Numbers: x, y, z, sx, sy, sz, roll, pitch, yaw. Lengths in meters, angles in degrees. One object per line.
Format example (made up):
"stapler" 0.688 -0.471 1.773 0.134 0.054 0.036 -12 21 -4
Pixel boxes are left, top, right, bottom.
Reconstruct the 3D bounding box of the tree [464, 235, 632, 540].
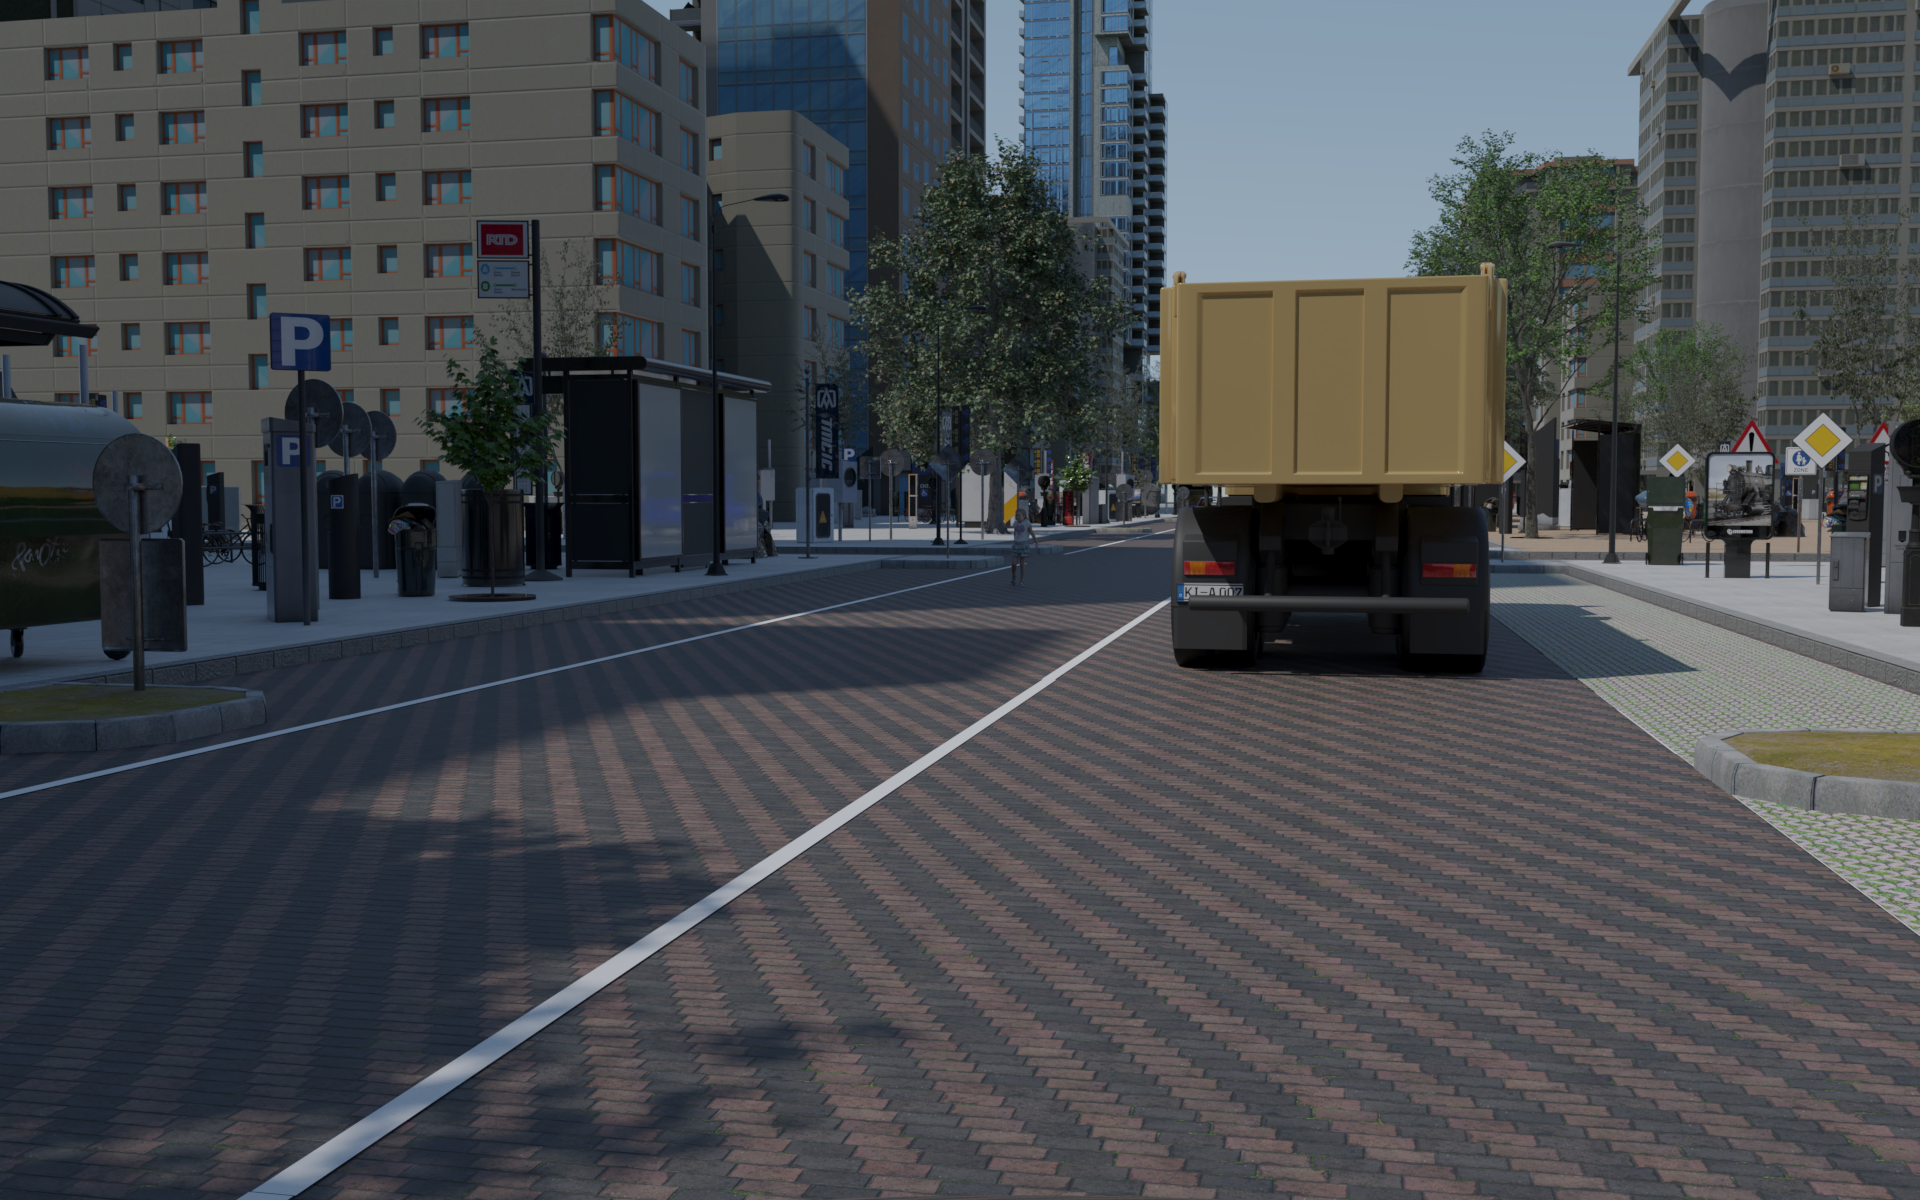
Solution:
"tree" -11.354 -6.011 48.647 4.360 8.622 3.978 0 3 0

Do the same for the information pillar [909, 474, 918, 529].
"information pillar" -1.724 -3.629 63.818 0.304 2.012 0.304 0 4 5

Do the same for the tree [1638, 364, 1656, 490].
"tree" 37.630 -8.502 89.371 4.360 8.622 3.978 0 3 0

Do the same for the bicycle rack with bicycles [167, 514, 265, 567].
"bicycle rack with bicycles" -13.514 -1.075 30.957 2.852 0.926 2.925 2 4 35

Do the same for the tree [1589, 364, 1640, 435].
"tree" 37.403 -8.965 96.933 4.360 8.622 3.978 0 3 0

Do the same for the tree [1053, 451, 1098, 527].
"tree" 4.574 -4.461 67.531 1.663 3.219 1.824 0 3 0

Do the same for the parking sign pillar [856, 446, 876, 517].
"parking sign pillar" -5.422 -6.634 96.943 1.447 3.967 1.447 1 4 12

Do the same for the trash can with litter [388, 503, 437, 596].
"trash can with litter" -6.972 -0.645 21.925 0.624 1.170 1.055 -2 4 -25

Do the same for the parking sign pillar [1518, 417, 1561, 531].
"parking sign pillar" 20.597 -4.465 61.481 1.447 3.967 1.447 -3 5 -39

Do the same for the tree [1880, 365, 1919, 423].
"tree" 53.138 -8.910 96.043 4.737 8.622 4.395 0 3 0

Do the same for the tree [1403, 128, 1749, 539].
"tree" 16.361 -7.579 49.677 9.928 11.665 9.643 0 3 0

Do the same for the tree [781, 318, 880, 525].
"tree" -5.088 -7.419 71.661 4.360 8.622 3.978 0 3 0

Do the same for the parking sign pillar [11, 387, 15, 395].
"parking sign pillar" -20.683 -3.000 37.521 1.447 3.967 1.447 3 5 43

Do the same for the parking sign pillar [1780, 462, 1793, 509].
"parking sign pillar" 50.671 -7.200 106.186 1.447 3.967 1.447 1 4 12

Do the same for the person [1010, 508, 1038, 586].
"person" 1.005 -0.827 27.029 0.505 1.210 0.382 1 4 23

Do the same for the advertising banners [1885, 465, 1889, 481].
"advertising banners" 36.910 -4.538 70.377 0.090 3.025 2.074 -3 5 -40

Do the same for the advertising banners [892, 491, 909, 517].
"advertising banners" -2.987 -6.292 99.068 2.074 3.025 0.090 -1 4 -17

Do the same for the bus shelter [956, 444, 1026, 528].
"bus shelter" 1.105 -4.516 67.764 2.014 3.302 5.546 1 4 12

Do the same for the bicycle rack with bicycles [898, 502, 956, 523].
"bicycle rack with bicycles" -1.324 -3.946 77.900 2.925 0.926 2.852 -3 5 -40

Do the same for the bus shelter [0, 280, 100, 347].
"bus shelter" -9.730 -1.229 14.017 2.014 3.302 5.546 1 4 12

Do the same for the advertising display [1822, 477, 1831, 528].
"advertising display" 33.183 -3.716 65.972 0.974 1.923 0.123 -2 4 -27

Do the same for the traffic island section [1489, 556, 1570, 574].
"traffic island section" 10.192 -0.624 32.485 2.009 0.180 2.903 1 4 12

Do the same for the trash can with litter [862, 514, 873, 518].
"trash can with litter" -5.581 -5.126 94.873 1.678 1.210 2.233 0 4 -1

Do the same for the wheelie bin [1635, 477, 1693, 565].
"wheelie bin" 12.736 -1.434 31.347 0.980 1.594 0.693 1 4 22

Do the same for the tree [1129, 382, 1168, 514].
"tree" 12.968 -9.801 110.614 4.737 8.622 4.395 0 3 0

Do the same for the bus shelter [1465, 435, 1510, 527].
"bus shelter" 20.314 -4.664 67.543 1.731 3.624 6.357 1 4 12

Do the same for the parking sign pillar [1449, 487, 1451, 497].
"parking sign pillar" 29.676 -7.139 105.197 1.447 3.967 1.447 0 4 -2

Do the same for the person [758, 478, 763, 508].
"person" -4.953 -2.032 41.741 0.654 1.822 0.581 1 4 11

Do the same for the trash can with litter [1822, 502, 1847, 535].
"trash can with litter" 12.957 -0.842 25.149 0.624 1.170 1.055 3 5 42

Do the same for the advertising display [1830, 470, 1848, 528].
"advertising display" 24.208 -2.570 47.226 0.974 1.923 0.123 -2 4 -25

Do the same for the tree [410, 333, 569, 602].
"tree" -5.543 -1.612 20.952 1.663 3.219 1.824 0 3 0

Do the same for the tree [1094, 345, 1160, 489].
"tree" 8.003 -8.227 84.880 4.360 8.622 3.978 0 3 0

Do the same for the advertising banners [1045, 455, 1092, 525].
"advertising banners" 4.410 -4.573 70.949 2.074 3.025 0.090 1 4 15

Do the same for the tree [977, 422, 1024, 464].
"tree" 1.232 -8.476 88.939 4.360 8.622 3.978 0 3 0

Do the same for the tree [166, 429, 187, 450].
"tree" -23.075 -3.446 50.948 1.663 3.219 1.824 0 3 0

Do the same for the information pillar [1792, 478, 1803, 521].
"information pillar" 38.459 -4.590 79.544 0.304 2.012 0.304 -2 4 -31

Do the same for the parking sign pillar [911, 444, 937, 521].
"parking sign pillar" -1.747 -5.839 83.938 1.447 3.967 1.447 0 4 -2

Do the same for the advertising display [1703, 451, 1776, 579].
"advertising display" 11.848 -1.293 26.357 0.974 1.923 0.123 1 4 14

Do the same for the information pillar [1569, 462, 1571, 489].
"information pillar" 37.076 -6.926 104.598 0.504 3.616 0.183 2 4 23

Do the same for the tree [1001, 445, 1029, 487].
"tree" 2.341 -7.089 99.622 4.285 4.588 4.351 0 3 0

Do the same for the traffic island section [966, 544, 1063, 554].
"traffic island section" 1.404 -1.238 42.524 2.009 0.180 2.903 1 4 12

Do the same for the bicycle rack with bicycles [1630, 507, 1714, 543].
"bicycle rack with bicycles" 19.147 -2.030 46.567 2.925 0.926 2.852 -2 4 -33

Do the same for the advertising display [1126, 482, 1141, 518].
"advertising display" 9.140 -5.308 92.000 0.974 1.923 0.123 1 4 16

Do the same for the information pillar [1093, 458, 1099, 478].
"information pillar" 8.809 -7.403 112.401 0.504 3.616 0.183 -2 4 -35

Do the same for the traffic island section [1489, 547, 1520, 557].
"traffic island section" 11.859 -1.102 40.295 2.009 0.180 2.903 1 4 12

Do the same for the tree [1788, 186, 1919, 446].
"tree" 21.835 -5.568 41.406 4.360 8.622 3.978 0 3 0

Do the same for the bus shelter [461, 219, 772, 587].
"bus shelter" -5.455 -3.074 27.899 2.179 5.291 8.768 1 4 12

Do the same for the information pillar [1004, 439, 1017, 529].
"information pillar" 1.864 -4.452 64.149 0.504 3.616 0.183 1 4 11

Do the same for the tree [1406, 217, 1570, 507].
"tree" 23.092 -10.621 80.305 9.857 13.997 8.962 0 3 0

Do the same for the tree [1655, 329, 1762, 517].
"tree" 33.908 -7.784 77.631 4.360 8.622 3.978 0 3 0

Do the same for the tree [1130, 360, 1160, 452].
"tree" 17.754 -13.410 129.619 12.009 13.543 11.850 0 3 0

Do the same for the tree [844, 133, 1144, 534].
"tree" 1.094 -8.477 55.599 9.611 12.733 9.660 0 3 0

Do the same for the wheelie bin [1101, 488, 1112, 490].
"wheelie bin" 7.970 -5.310 94.724 0.980 1.594 0.693 -1 4 -13

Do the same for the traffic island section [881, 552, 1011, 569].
"traffic island section" -0.264 -0.760 34.714 2.009 0.180 2.903 1 4 12

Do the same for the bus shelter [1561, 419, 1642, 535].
"bus shelter" 21.071 -4.024 57.067 1.731 3.624 6.357 1 4 12

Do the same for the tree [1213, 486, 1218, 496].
"tree" 23.778 -14.716 157.618 9.611 12.733 9.660 0 3 0

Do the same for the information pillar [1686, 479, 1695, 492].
"information pillar" 36.319 -4.994 86.150 0.304 2.012 0.304 0 4 6

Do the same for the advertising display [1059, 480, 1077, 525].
"advertising display" 4.524 -4.099 72.238 0.974 1.923 0.123 3 5 42
